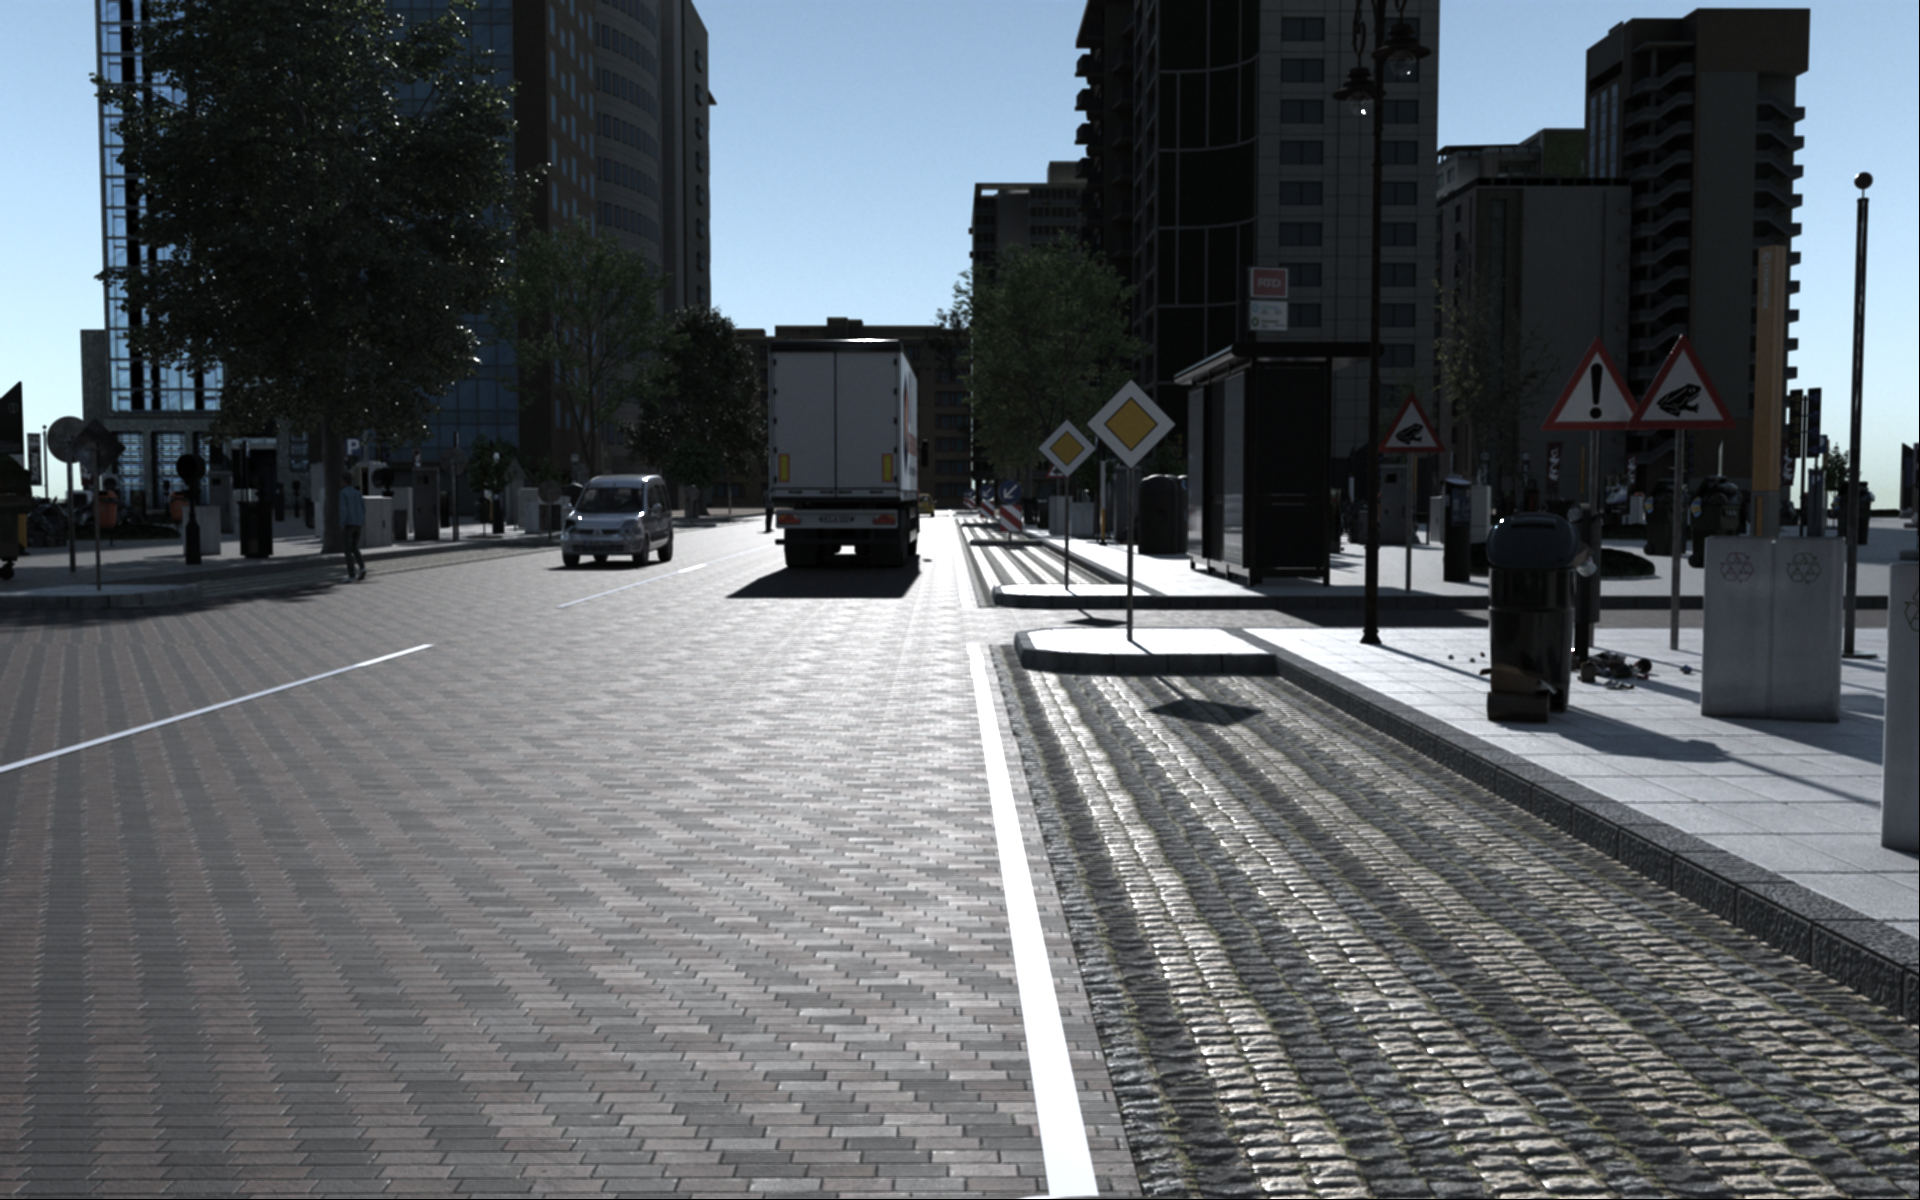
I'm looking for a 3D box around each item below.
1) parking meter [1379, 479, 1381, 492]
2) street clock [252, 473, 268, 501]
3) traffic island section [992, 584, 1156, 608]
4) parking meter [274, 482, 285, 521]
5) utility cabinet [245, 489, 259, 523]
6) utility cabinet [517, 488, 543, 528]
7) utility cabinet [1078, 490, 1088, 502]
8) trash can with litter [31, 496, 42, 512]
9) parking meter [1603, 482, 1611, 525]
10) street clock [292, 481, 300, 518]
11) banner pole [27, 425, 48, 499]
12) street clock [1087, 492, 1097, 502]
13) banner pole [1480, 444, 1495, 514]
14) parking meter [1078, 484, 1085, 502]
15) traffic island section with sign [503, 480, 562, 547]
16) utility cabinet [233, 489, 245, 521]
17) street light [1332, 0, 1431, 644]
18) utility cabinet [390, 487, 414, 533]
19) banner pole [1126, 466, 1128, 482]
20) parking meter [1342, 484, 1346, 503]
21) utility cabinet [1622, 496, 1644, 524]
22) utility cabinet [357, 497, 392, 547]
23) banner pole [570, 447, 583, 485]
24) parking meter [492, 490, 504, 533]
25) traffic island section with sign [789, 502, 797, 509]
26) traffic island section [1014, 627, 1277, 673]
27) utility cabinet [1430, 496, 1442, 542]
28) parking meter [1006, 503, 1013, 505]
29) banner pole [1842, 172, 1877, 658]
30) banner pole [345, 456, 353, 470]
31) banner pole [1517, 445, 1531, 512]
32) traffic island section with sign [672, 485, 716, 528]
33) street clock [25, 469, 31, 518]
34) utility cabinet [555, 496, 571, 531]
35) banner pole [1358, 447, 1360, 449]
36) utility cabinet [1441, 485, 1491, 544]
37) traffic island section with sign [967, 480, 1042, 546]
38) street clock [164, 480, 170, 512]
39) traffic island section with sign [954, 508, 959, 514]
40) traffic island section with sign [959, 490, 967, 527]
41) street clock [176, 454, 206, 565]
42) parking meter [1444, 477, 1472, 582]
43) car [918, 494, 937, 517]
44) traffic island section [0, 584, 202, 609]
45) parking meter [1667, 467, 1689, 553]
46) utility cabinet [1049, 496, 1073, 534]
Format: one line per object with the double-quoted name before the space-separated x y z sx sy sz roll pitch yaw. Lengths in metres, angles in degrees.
"parking meter" 14.833 -3.353 60.538 0.255 1.863 0.399 -1 4 -15
"street clock" -27.384 -3.862 67.707 0.471 2.002 0.358 -2 4 -29
"traffic island section" 1.447 -0.055 23.173 2.009 0.180 2.903 0 4 0
"parking meter" -32.053 -4.641 81.599 0.399 1.863 0.255 0 4 2
"utility cabinet" -29.420 -3.880 72.114 0.318 1.500 1.173 -2 4 -29
"utility cabinet" -15.933 -3.398 64.243 1.173 1.500 0.318 3 4 37
"utility cabinet" 7.075 -5.352 96.177 1.173 1.500 0.318 3 5 44
"trash can with litter" -31.040 -2.919 58.786 1.678 1.210 2.233 0 4 -2
"parking meter" 26.435 -3.971 70.635 0.255 1.863 0.399 0 4 4
"street clock" -36.235 -5.506 94.600 0.358 2.002 0.471 0 4 4
"banner pole" -33.452 -4.461 62.954 0.401 3.779 0.863 3 4 36
"street clock" 4.299 -3.167 56.350 0.358 2.002 0.471 -3 4 -37
"banner pole" 26.510 -5.930 86.977 0.863 3.779 0.401 1 4 19
"parking meter" 5.438 -4.383 77.369 0.255 1.863 0.399 0 4 -3
"traffic island section with sign" -11.355 -2.389 47.685 1.989 1.847 2.006 0 4 0
"utility cabinet" -33.075 -4.355 79.880 1.173 1.500 0.318 3 4 38
"street light" 3.534 -2.565 14.726 0.468 5.910 1.993 0 4 0
"utility cabinet" -18.336 -2.904 56.165 1.173 1.500 0.318 1 4 13
"banner pole" 4.493 -3.417 45.884 0.401 3.779 0.863 1 4 18
"parking meter" 20.142 -5.167 90.188 0.399 1.863 0.255 -1 4 -14
"utility cabinet" 24.200 -3.146 62.595 0.306 1.237 1.020 -2 4 -27
"utility cabinet" -14.235 -1.892 42.089 0.306 1.237 1.020 1 4 20
"banner pole" -20.013 -6.161 90.745 0.863 3.779 0.401 -2 4 -34
"parking meter" -15.098 -2.948 56.608 0.372 1.533 0.369 0 3 0
"traffic island section with sign" -11.950 -7.108 124.839 1.989 1.847 2.006 0 4 0
"traffic island section" 1.507 0.434 15.188 2.009 0.180 2.903 0 4 0
"utility cabinet" 12.969 -2.179 46.793 0.306 1.237 1.020 0 4 -1
"parking meter" 2.503 -4.877 88.154 0.372 1.533 0.369 0 3 0
"banner pole" 6.926 -1.429 13.382 0.401 3.779 0.863 2 4 27
"banner pole" -31.833 -6.120 90.077 0.863 3.779 0.401 -2 4 -23
"banner pole" 28.481 -5.973 87.677 0.401 3.779 0.863 -3 5 -39
"traffic island section with sign" -11.561 -4.037 74.640 1.989 1.847 2.006 0 4 0
"street clock" -27.337 -2.812 50.548 0.358 2.002 0.471 0 3 0
"utility cabinet" -14.050 -3.046 60.960 0.306 1.237 1.020 -3 4 -38
"banner pole" 21.523 -6.281 92.705 0.863 3.779 0.401 -2 4 -25
"utility cabinet" 12.760 -2.140 43.673 1.173 1.500 0.318 3 4 37
"traffic island section with sign" 1.269 -2.422 48.223 1.989 1.847 2.006 0 4 0
"street clock" -40.454 -5.126 88.377 0.358 2.002 0.471 -1 4 -14
"traffic island section with sign" 0.682 -7.119 125.021 1.989 1.847 2.006 0 4 0
"traffic island section with sign" 1.058 -4.102 75.688 1.989 1.847 2.006 0 4 0
"street clock" -13.965 -1.647 31.499 0.471 2.002 0.358 1 4 17
"parking meter" 7.303 -1.040 25.421 0.372 1.533 0.369 0 3 0
"car" -2.469 -6.086 109.724 2.015 1.641 3.980 0 4 0
"traffic island section" -11.494 -0.049 23.080 2.009 0.180 2.903 0 4 0
"parking meter" 15.527 -1.944 37.491 0.255 1.863 0.399 -2 4 -30
"utility cabinet" 3.223 -2.714 55.535 0.306 1.237 1.020 2 4 35
